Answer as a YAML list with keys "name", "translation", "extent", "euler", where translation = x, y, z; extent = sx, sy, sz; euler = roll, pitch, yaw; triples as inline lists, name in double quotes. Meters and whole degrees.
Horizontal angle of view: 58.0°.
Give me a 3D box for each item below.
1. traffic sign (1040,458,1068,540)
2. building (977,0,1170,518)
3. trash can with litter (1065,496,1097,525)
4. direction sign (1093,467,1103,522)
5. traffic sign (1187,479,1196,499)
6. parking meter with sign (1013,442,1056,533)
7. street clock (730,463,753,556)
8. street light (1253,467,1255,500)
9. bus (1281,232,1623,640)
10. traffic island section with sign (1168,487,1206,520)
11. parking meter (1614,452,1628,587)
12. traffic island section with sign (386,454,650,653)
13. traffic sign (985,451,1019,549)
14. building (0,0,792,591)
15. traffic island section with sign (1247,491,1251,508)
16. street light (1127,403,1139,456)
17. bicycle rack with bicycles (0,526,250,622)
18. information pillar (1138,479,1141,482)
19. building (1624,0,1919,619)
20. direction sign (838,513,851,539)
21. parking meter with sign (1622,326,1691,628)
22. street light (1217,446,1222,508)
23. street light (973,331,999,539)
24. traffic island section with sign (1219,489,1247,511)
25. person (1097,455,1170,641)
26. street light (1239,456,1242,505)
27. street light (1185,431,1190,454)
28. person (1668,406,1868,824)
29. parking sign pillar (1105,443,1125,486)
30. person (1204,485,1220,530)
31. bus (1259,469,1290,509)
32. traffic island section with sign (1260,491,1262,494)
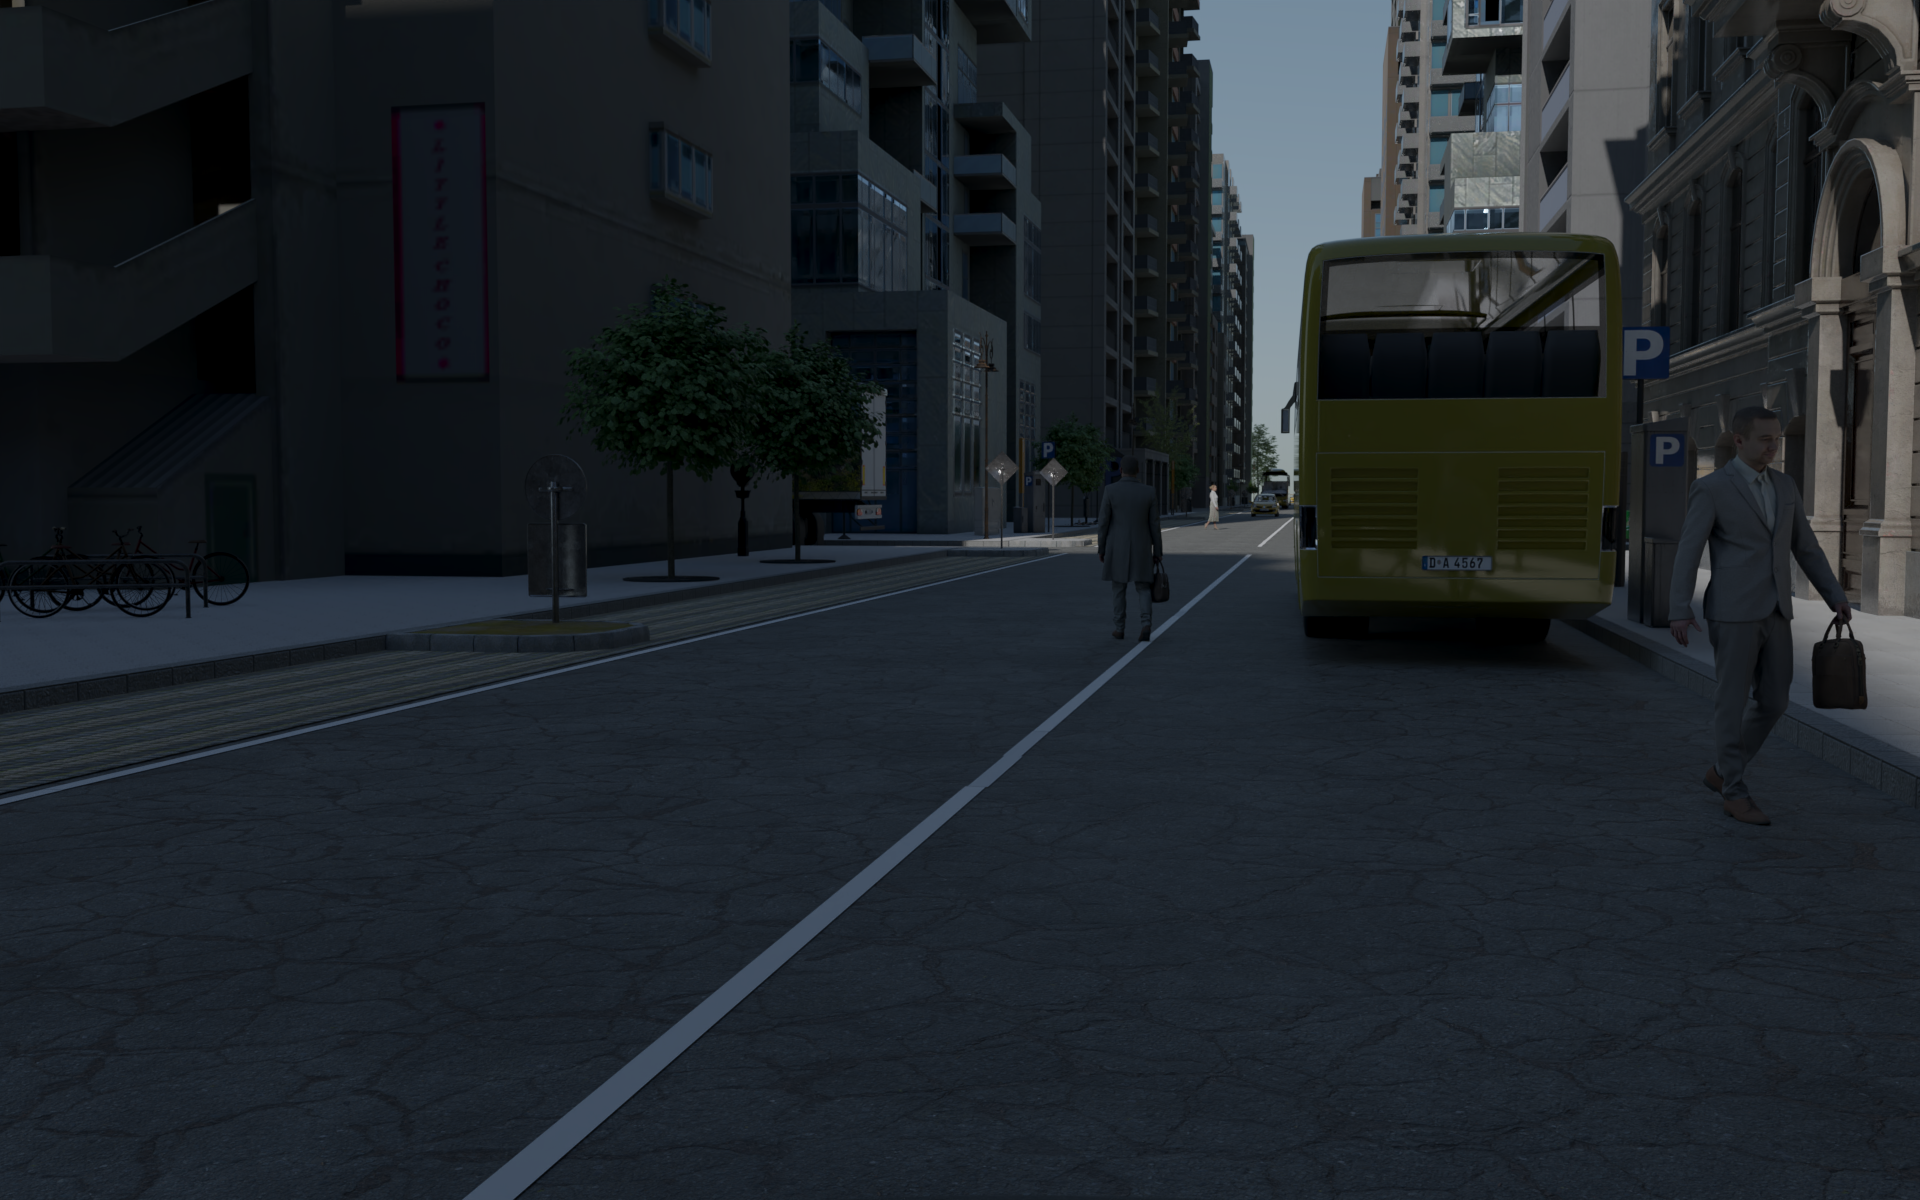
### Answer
- name: "traffic sign"
  translation: [2.612, -2.740, 48.446]
  extent: [0.795, 2.450, 0.064]
  euler: [1, 4, 12]
- name: "building"
  translation: [1.981, -40.633, 102.604]
  extent: [20.563, 71.187, 20.611]
  euler: [1, 4, 12]
- name: "trash can with litter"
  translation: [5.081, -3.704, 71.610]
  extent: [1.678, 1.210, 2.233]
  euler: [1, 4, 9]
- name: "direction sign"
  translation: [6.205, -5.276, 78.257]
  extent: [0.379, 3.537, 0.876]
  euler: [2, 4, 35]
- name: "traffic sign"
  translation: [16.320, -7.491, 122.591]
  extent: [0.768, 2.556, 0.104]
  euler: [1, 4, 17]
- name: "parking meter with sign"
  translation: [2.444, -3.732, 57.277]
  extent: [0.543, 3.016, 1.738]
  euler: [3, 5, 40]
- name: "street clock"
  translation: [-4.473, -1.903, 35.678]
  extent: [0.471, 2.002, 0.358]
  euler: [1, 4, 12]
- name: "street light"
  translation: [41.372, -16.576, 243.802]
  extent: [0.468, 5.910, 1.993]
  euler: [1, 4, 12]
- name: "bus"
  translation: [5.144, -1.737, 19.940]
  extent: [2.896, 3.916, 12.252]
  euler: [1, 4, 11]
- name: "traffic island section with sign"
  translation: [12.778, -5.425, 97.325]
  extent: [1.989, 1.847, 2.006]
  euler: [1, 4, 12]
- name: "parking meter"
  translation: [9.014, -1.120, 24.022]
  extent: [0.399, 1.863, 0.255]
  euler: [3, 4, 36]
- name: "traffic island section with sign"
  translation: [-4.076, -0.482, 16.512]
  extent: [1.989, 1.847, 2.006]
  euler: [1, 4, 12]
- name: "traffic sign"
  translation: [0.982, -2.262, 40.628]
  extent: [0.795, 2.450, 0.064]
  euler: [1, 4, 12]
- name: "building"
  translation: [-16.450, -24.949, 31.614]
  extent: [21.600, 48.544, 21.300]
  euler: [1, 4, 12]
- name: "traffic island section with sign"
  translation: [28.445, -10.023, 172.506]
  extent: [1.989, 1.847, 2.006]
  euler: [1, 4, 12]
- name: "street light"
  translation: [8.780, -7.045, 87.978]
  extent: [0.468, 5.910, 1.993]
  euler: [1, 4, 12]
- name: "bicycle rack with bicycles"
  translation: [-9.276, -0.314, 18.516]
  extent: [2.925, 0.926, 2.852]
  euler: [-1, 4, -17]
- name: "information pillar"
  translation: [8.857, -5.017, 86.515]
  extent: [0.304, 2.012, 0.304]
  euler: [0, 4, 1]
- name: "building"
  translation: [15.671, -12.160, 17.906]
  extent: [14.460, 24.649, 34.723]
  euler: [1, 4, 12]
- name: "direction sign"
  translation: [-3.287, -3.490, 49.053]
  extent: [0.876, 3.537, 0.379]
  euler: [-1, 4, -20]
- name: "parking meter with sign"
  translation: [6.959, -1.287, 17.307]
  extent: [0.543, 3.016, 1.738]
  euler: [1, 4, 10]
- name: "street light"
  translation: [24.226, -11.585, 162.201]
  extent: [0.468, 5.910, 1.993]
  euler: [1, 4, 12]
- name: "street light"
  translation: [0.754, -4.674, 49.215]
  extent: [0.468, 5.910, 1.993]
  euler: [1, 4, 12]
- name: "traffic island section with sign"
  translation: [22.938, -8.409, 146.117]
  extent: [1.989, 1.847, 2.006]
  euler: [1, 4, 12]
- name: "person"
  translation: [1.688, -0.512, 16.968]
  extent: [0.694, 1.812, 0.767]
  euler: [0, 4, -1]
- name: "street light"
  translation: [33.315, -14.248, 205.737]
  extent: [0.468, 5.910, 1.993]
  euler: [1, 4, 12]
- name: "street light"
  translation: [16.311, -9.255, 124.107]
  extent: [0.468, 5.910, 1.993]
  euler: [1, 4, 12]
- name: "person"
  translation: [3.489, 0.063, 7.592]
  extent: [0.709, 1.813, 0.853]
  euler: [-1, 4, -16]
- name: "parking sign pillar"
  translation: [8.227, -6.240, 90.497]
  extent: [1.447, 3.967, 1.447]
  euler: [2, 4, 29]
- name: "person"
  translation: [10.112, -3.717, 69.505]
  extent: [0.641, 1.798, 0.478]
  euler: [2, 4, 26]
- name: "bus"
  translation: [31.165, -10.961, 170.758]
  extent: [2.896, 3.916, 12.252]
  euler: [1, 4, 12]
- name: "traffic island section with sign"
  translation: [45.277, -14.964, 253.294]
  extent: [1.989, 1.847, 2.006]
  euler: [1, 4, 12]
